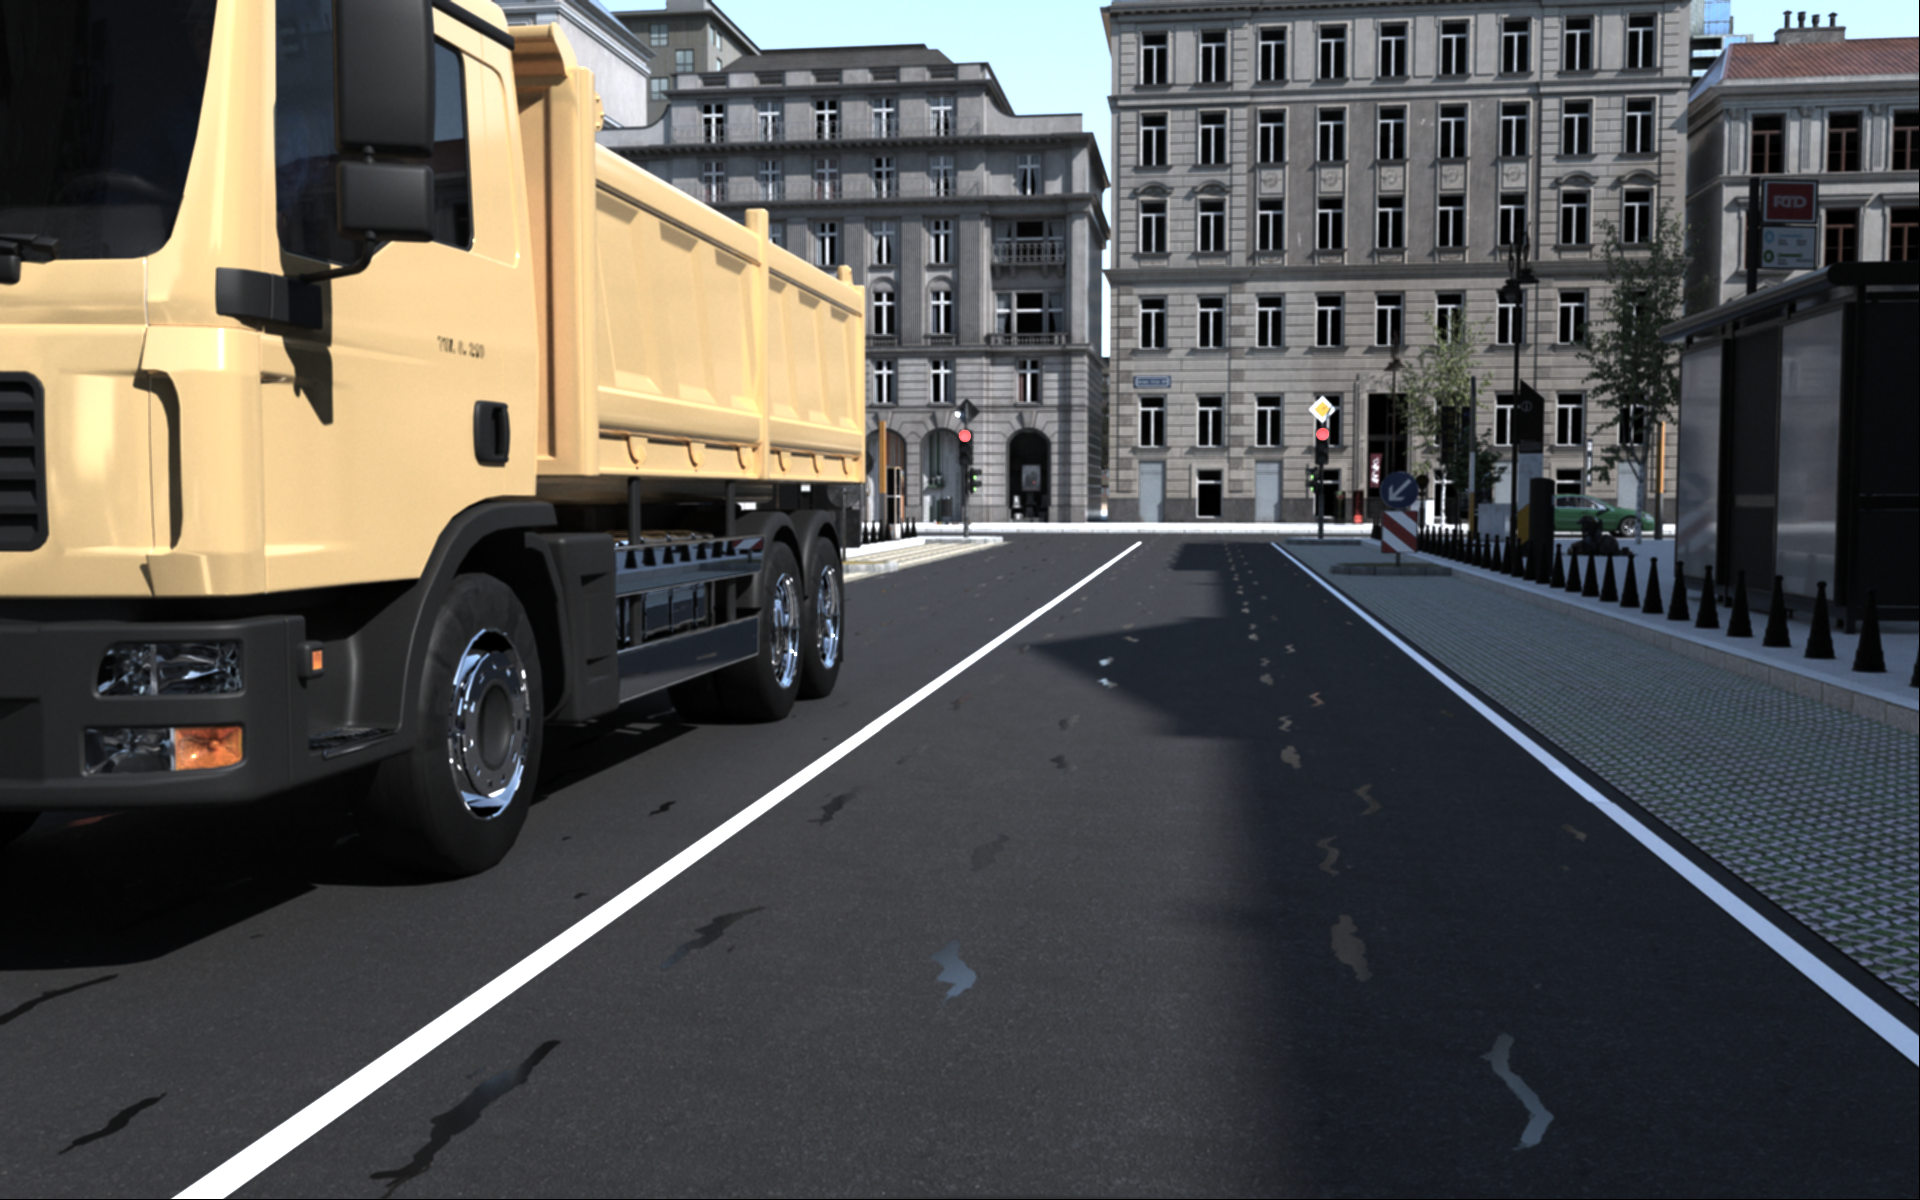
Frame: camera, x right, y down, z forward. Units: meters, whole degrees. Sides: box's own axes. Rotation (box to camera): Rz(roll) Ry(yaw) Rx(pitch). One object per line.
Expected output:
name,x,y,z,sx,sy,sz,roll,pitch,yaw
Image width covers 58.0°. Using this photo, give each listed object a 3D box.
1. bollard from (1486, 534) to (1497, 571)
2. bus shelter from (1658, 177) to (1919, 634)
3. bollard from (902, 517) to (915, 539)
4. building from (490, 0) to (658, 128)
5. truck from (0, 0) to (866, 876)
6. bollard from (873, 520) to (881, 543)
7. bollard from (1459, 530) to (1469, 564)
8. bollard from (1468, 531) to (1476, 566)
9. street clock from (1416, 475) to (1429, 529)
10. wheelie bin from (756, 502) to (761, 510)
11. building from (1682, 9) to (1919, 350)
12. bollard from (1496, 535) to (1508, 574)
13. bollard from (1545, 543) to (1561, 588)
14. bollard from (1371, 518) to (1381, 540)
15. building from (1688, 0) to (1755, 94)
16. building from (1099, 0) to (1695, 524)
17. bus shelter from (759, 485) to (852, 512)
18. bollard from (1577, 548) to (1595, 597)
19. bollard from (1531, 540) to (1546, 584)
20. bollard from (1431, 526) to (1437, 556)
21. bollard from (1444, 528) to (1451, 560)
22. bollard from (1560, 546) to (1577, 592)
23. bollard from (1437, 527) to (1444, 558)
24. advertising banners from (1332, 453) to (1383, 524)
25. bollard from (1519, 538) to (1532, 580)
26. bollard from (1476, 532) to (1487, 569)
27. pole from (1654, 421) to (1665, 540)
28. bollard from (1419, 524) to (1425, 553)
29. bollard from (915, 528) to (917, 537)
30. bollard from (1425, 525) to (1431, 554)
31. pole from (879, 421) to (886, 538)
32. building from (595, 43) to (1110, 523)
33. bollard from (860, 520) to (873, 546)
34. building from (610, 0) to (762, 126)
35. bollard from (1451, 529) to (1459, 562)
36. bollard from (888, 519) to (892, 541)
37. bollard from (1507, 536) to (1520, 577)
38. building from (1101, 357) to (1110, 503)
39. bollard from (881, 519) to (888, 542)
bollard,8.945,-0.784,28.855,0.229,0.601,0.229,0,3,0
bus shelter,9.506,-2.579,19.803,2.179,5.291,8.768,1,4,8
bollard,-1.524,-2.095,50.289,0.229,0.601,0.229,0,3,0
building,-26.901,-18.406,86.846,20.117,28.700,13.634,1,4,8
truck,-2.674,-0.786,8.771,3.469,3.379,9.791,1,4,8
bollard,-2.257,-1.783,45.194,0.229,0.601,0.229,0,3,0
bollard,9.383,-0.971,31.911,0.229,0.601,0.229,0,3,0
bollard,9.239,-0.908,30.894,0.229,0.601,0.229,0,3,0
street clock,17.168,-3.656,64.341,0.471,2.002,0.358,1,4,23
wheelie bin,-5.020,-1.980,40.285,0.693,1.594,0.980,2,4,26
building,42.249,-14.672,76.051,21.152,22.565,11.583,1,4,8
bollard,8.795,-0.721,27.831,0.229,0.601,0.229,0,3,0
bollard,8.210,-0.472,23.764,0.229,0.601,0.229,0,3,0
bollard,12.029,-2.092,50.249,0.229,0.601,0.229,0,3,0
building,90.880,-56.355,234.074,31.000,86.520,22.319,1,4,8
building,19.340,-17.292,79.992,25.104,27.353,12.463,1,4,8
bus shelter,-3.932,-3.296,45.171,1.731,3.624,6.357,1,4,8
bollard,7.919,-0.348,21.731,0.229,0.601,0.229,0,3,0
bollard,8.353,-0.535,24.781,0.229,0.601,0.229,0,3,0
bollard,9.974,-1.221,35.999,0.229,0.601,0.229,0,3,0
bollard,9.679,-1.095,33.950,0.229,0.601,0.229,0,3,0
bollard,8.066,-0.410,22.747,0.229,0.601,0.229,0,3,0
bollard,9.829,-1.158,34.973,0.229,0.601,0.229,0,3,0
advertising banners,16.980,-4.758,73.988,2.074,3.025,0.090,0,4,6
bollard,8.503,-0.597,25.799,0.229,0.601,0.229,0,3,0
bollard,9.090,-0.846,29.873,0.229,0.601,0.229,0,3,0
pole,19.698,-3.358,48.750,0.158,3.312,0.155,0,3,0
bollard,10.267,-1.345,38.038,0.229,0.601,0.229,0,3,0
bollard,-1.377,-2.157,51.305,0.229,0.601,0.229,0,3,0
bollard,10.122,-1.283,37.015,0.229,0.601,0.229,0,3,0
pole,-2.161,-3.340,48.444,0.158,3.312,0.155,0,3,0
building,-5.106,-14.743,82.845,24.055,21.916,13.314,1,4,8
bollard,-2.407,-1.721,44.173,0.229,0.601,0.229,0,3,0
building,-36.408,-36.823,191.301,27.495,52.752,28.713,1,4,8
bollard,9.528,-1.033,32.927,0.229,0.601,0.229,0,3,0
bollard,-1.965,-1.907,47.226,0.229,0.601,0.229,0,3,0
bollard,8.648,-0.659,26.815,0.229,0.601,0.229,0,3,0
building,10.792,-24.788,250.317,28.899,21.520,27.650,1,4,8
bollard,-2.111,-1.845,46.210,0.229,0.601,0.229,0,3,0
